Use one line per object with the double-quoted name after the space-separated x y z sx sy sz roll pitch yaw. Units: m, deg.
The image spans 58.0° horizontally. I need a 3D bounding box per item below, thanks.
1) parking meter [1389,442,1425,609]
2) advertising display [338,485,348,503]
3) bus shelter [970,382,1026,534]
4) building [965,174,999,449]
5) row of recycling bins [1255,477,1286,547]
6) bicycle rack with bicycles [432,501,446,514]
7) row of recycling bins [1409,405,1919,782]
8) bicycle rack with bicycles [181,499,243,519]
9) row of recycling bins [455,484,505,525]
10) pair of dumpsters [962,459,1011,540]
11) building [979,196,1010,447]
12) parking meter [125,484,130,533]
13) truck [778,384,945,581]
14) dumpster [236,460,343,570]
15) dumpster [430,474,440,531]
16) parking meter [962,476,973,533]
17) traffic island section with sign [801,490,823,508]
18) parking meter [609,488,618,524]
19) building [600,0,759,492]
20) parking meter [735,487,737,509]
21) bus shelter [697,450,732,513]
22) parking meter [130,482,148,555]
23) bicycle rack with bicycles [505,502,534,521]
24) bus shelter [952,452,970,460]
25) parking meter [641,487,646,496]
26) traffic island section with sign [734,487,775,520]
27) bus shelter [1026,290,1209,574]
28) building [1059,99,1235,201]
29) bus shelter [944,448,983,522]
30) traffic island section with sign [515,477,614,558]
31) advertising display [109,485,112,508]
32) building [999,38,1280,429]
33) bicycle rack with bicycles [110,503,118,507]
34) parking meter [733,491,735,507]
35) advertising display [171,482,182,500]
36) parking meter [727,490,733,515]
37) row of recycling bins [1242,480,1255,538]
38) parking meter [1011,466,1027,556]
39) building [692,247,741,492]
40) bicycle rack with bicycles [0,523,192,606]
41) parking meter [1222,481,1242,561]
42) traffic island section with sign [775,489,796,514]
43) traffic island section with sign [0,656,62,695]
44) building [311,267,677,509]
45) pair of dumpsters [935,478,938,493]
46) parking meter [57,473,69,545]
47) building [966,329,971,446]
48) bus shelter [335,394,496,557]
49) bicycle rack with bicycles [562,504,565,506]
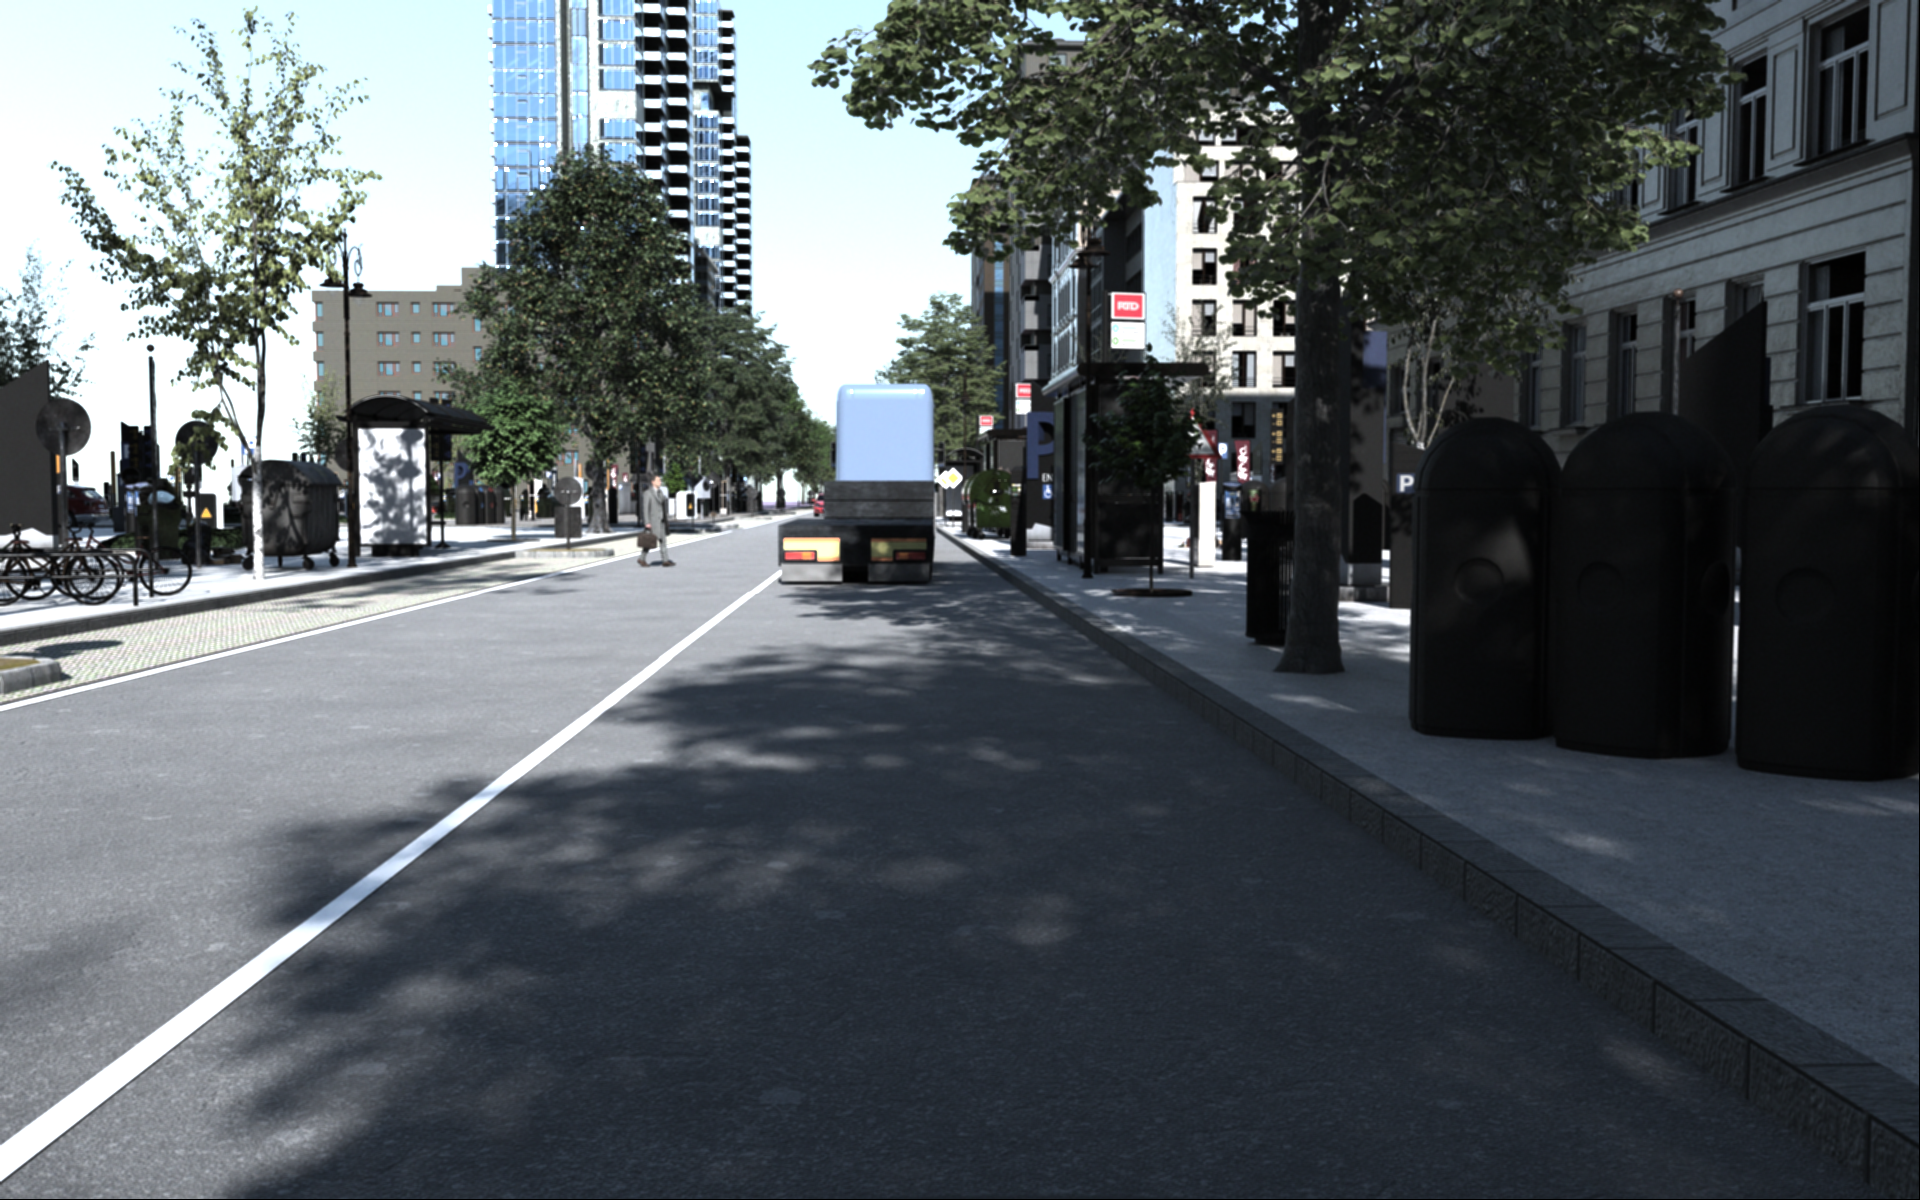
5.033 -0.835 19.368 0.399 1.863 0.255 2 4 30 "parking meter"
-43.629 -7.158 122.248 0.123 1.923 0.974 3 4 36 "advertising display"
1.754 -5.042 60.071 2.179 5.291 8.768 0 4 -3 "bus shelter"
15.805 -42.260 280.181 28.713 52.752 27.495 0 4 -3 "building"
8.759 -2.085 41.195 1.069 1.692 3.534 -3 4 -37 "row of recycling bins"
-36.346 -6.481 119.341 2.925 0.926 2.852 -1 4 -9 "bicycle rack with bicycles"
3.825 -0.081 8.436 3.534 1.692 1.069 3 5 43 "row of recycling bins"
-36.567 -4.365 84.757 2.925 0.926 2.852 3 4 39 "bicycle rack with bicycles"
-20.460 -4.073 73.700 1.069 1.692 3.534 1 4 11 "row of recycling bins"
0.922 -2.930 50.401 1.574 2.255 4.437 0 4 -2 "pair of dumpsters"
10.078 -37.261 259.328 14.600 45.320 14.200 0 4 -3 "building"
-20.792 -2.152 43.593 0.372 1.533 0.369 0 3 0 "parking meter"
-1.765 -2.860 36.528 2.967 4.110 18.799 0 4 -1 "truck"
-11.549 -1.475 29.880 1.264 1.857 1.865 0 4 -3 "dumpster"
-13.826 -2.460 42.713 1.502 2.255 1.985 0 4 -2 "dumpster"
0.274 -3.143 57.105 0.399 1.863 0.255 -1 4 -12 "parking meter"
-14.877 -10.081 173.446 1.989 1.847 2.006 0 4 -3 "traffic island section with sign"
-14.987 -4.062 74.826 0.372 1.533 0.369 0 3 0 "parking meter"
-43.766 -59.211 280.768 22.319 86.520 31.000 0 4 -3 "building"
-18.750 -8.538 145.308 0.255 1.863 0.399 0 4 4 "parking meter"
-17.167 -8.696 119.816 2.179 5.291 8.768 0 4 -2 "bus shelter"
-17.125 -1.709 36.349 0.372 1.533 0.369 0 3 0 "parking meter"
-21.447 -4.277 83.316 2.852 0.926 2.925 0 4 -4 "bicycle rack with bicycles"
0.739 -6.607 85.652 2.179 5.291 8.768 0 4 -3 "bus shelter"
-25.582 -8.217 140.053 0.255 1.863 0.399 -3 5 -43 "parking meter"
-11.481 -5.353 96.150 1.989 1.847 2.006 0 4 -3 "traffic island section with sign"
2.734 -3.318 31.889 2.179 5.291 8.768 0 4 -3 "bus shelter"
22.776 -29.538 174.833 32.217 40.220 23.993 0 4 -3 "building"
0.131 -5.163 78.339 2.014 3.302 5.546 0 4 -2 "bus shelter"
-8.978 -1.891 39.553 1.989 1.847 2.006 0 4 -3 "traffic island section with sign"
-59.482 -7.114 121.519 0.123 1.923 0.974 -1 4 -11 "advertising display"
20.025 -37.364 200.143 28.713 52.752 27.495 0 4 -3 "building"
-63.149 -7.037 128.444 2.852 0.926 2.925 2 4 33 "bicycle rack with bicycles"
-19.461 -8.552 148.237 0.372 1.533 0.369 0 3 0 "parking meter"
-43.785 -5.600 96.774 0.974 1.923 0.123 3 4 39 "advertising display"
-14.440 -6.027 106.954 0.372 1.533 0.369 0 3 0 "parking meter"
9.874 -2.699 51.249 3.534 1.692 1.069 -1 4 -23 "row of recycling bins"
1.215 -1.848 35.933 0.255 1.863 0.399 1 4 17 "parking meter"
-48.674 -34.349 253.484 32.217 40.220 23.993 0 4 -3 "building"
-10.774 -0.432 20.451 2.925 0.926 2.852 -1 4 -18 "bicycle rack with bicycles"
5.247 -1.528 33.397 0.372 1.533 0.369 0 3 0 "parking meter"
-12.667 -7.000 123.079 1.989 1.847 2.006 0 4 -3 "traffic island section with sign"
-7.803 -0.244 12.623 1.989 1.847 2.006 0 4 -3 "traffic island section with sign"
-41.674 -19.379 161.882 27.650 21.520 28.899 0 4 -3 "building"
-1.312 -6.298 105.471 1.574 2.255 4.437 0 4 -3 "pair of dumpsters"
-22.755 -2.326 43.738 0.399 1.863 0.255 -2 4 -30 "parking meter"
7.957 -32.407 301.561 14.160 30.474 14.107 0 4 -3 "building"
-11.770 -2.692 37.936 2.014 3.302 5.546 0 4 -3 "bus shelter"
-25.529 -5.932 110.366 2.852 0.926 2.925 3 4 36 "bicycle rack with bicycles"
